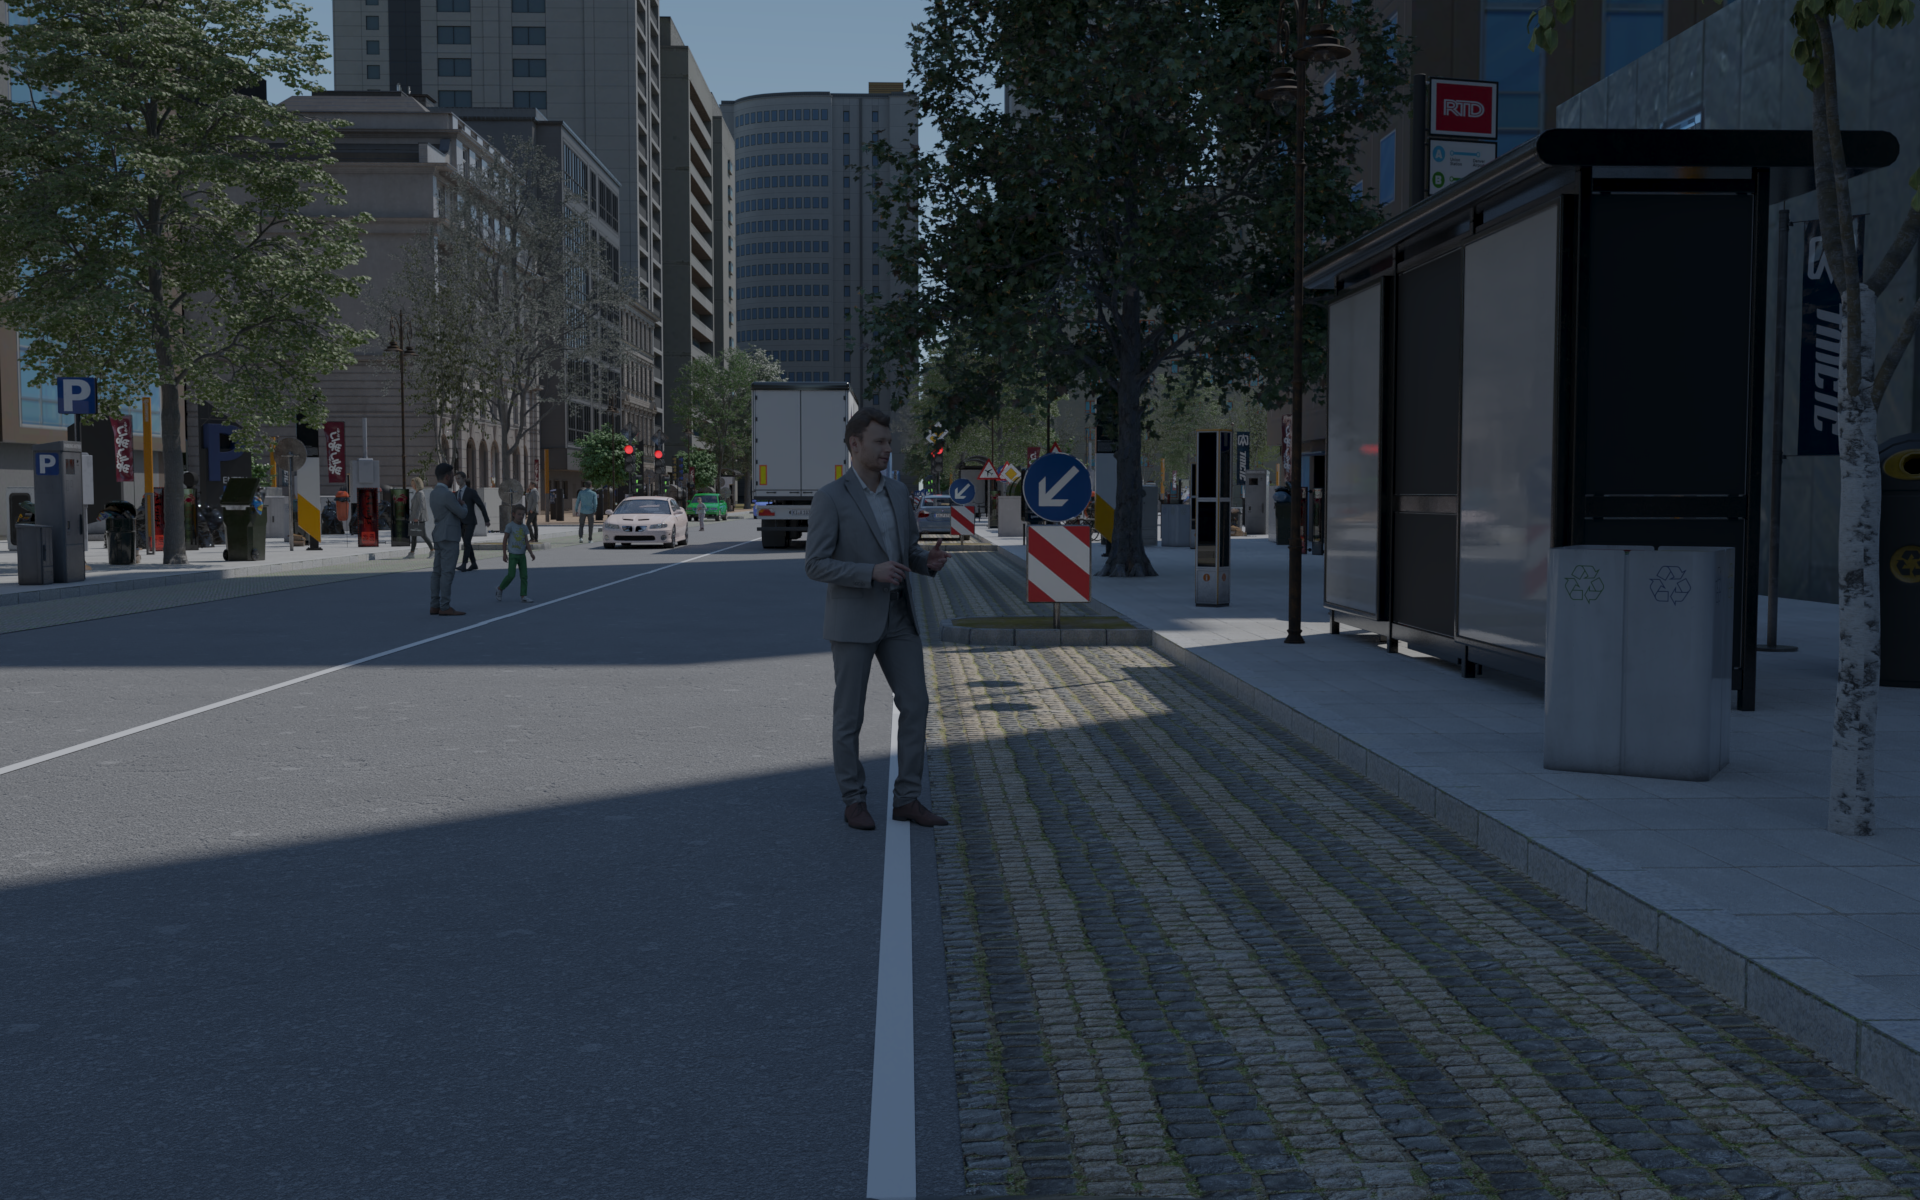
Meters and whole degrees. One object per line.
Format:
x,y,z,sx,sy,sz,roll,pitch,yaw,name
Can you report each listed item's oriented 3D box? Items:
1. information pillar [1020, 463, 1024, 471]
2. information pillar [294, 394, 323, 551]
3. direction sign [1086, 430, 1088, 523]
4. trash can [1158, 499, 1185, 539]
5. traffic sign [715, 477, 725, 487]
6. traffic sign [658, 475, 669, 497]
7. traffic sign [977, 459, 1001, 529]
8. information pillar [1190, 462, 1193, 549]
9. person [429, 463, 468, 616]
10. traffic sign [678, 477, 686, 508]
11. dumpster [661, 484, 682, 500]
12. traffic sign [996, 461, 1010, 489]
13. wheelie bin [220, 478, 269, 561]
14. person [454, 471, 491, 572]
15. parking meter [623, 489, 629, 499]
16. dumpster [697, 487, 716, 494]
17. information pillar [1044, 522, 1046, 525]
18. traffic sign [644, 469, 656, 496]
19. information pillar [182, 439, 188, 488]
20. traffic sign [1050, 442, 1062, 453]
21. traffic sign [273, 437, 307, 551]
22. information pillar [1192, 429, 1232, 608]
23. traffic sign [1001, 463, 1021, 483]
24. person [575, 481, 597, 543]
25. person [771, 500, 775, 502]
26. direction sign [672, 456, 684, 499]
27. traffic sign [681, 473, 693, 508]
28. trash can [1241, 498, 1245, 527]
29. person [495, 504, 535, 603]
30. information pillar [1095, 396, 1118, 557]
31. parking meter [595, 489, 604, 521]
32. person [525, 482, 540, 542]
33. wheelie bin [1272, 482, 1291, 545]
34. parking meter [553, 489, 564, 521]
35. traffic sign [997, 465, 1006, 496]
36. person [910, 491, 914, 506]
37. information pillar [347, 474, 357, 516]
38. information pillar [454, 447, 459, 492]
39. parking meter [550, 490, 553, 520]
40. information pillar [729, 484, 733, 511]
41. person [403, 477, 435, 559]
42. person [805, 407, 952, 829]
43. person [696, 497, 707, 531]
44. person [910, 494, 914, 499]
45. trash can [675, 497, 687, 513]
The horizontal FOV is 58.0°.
4.399,-7.954,121.401,0.504,3.616,0.183,-3,5,-40,information pillar
-14.760,-2.930,39.255,0.504,3.616,0.183,-2,4,-28,information pillar
4.521,-4.257,61.604,0.379,3.537,0.876,0,4,7,direction sign
5.799,-2.191,47.484,0.748,1.137,0.748,0,3,0,trash can
-18.096,-7.987,130.698,0.768,2.556,0.104,0,4,-1,traffic sign
-15.663,-5.469,91.555,0.606,2.300,0.079,0,4,7,traffic sign
1.054,-3.868,63.250,0.884,2.594,0.081,0,4,0,traffic sign
5.533,-2.187,40.249,0.304,2.012,0.304,1,4,23,information pillar
-6.042,-0.725,20.542,0.511,1.800,0.466,3,4,37,person
-17.142,-6.394,106.674,0.606,2.300,0.079,0,4,0,traffic sign
-17.468,-6.029,104.337,1.264,1.857,1.865,0,4,-2,dumpster
1.851,-4.156,67.948,0.884,2.594,0.081,0,4,7,traffic sign
-13.762,-1.553,33.298,0.980,1.594,0.693,1,4,10,wheelie bin
-9.163,-1.452,32.019,0.659,1.850,0.755,2,4,27,person
-21.292,-6.310,111.571,0.372,1.533,0.369,0,3,0,parking meter
-18.582,-7.403,126.799,1.264,1.857,1.865,0,4,-2,dumpster
2.772,-2.971,53.068,0.304,2.012,0.304,1,4,18,information pillar
-16.037,-5.455,89.302,0.768,2.556,0.104,0,4,4,traffic sign
-28.330,-4.389,63.116,0.504,3.616,0.183,2,4,23,information pillar
2.365,-2.630,43.003,0.884,2.594,0.081,0,4,4,traffic sign
-15.072,-2.378,38.981,0.768,2.556,0.104,0,4,3,traffic sign
2.881,-0.930,19.701,0.304,2.012,0.304,3,4,37,information pillar
1.912,-3.893,64.843,0.795,2.450,0.064,0,4,2,traffic sign
-10.904,-2.566,50.473,0.660,1.820,0.620,0,4,-4,person
-9.027,-4.674,85.263,0.374,1.781,0.599,-3,5,-43,person
-16.751,-6.777,102.798,0.379,3.537,0.876,3,4,37,direction sign
-16.709,-6.470,105.887,0.768,2.556,0.104,0,4,4,traffic sign
11.403,-3.453,68.102,0.748,1.137,0.748,0,3,0,trash can
-5.899,-0.624,22.944,0.590,1.304,0.306,2,4,27,person
3.002,-2.690,35.330,0.504,3.616,0.183,-1,4,-14,information pillar
-18.956,-5.061,91.159,0.372,1.533,0.369,0,3,0,parking meter
-12.641,-2.598,51.158,0.473,1.802,0.592,0,4,3,person
8.255,-2.189,43.704,0.693,1.594,0.980,1,4,17,wheelie bin
-18.945,-4.502,82.019,0.372,1.533,0.369,0,3,0,parking meter
1.977,-4.641,75.989,0.768,2.556,0.104,0,4,5,traffic sign
-5.034,-10.525,181.142,0.434,1.755,0.990,1,4,13,person
-21.999,-3.563,62.750,0.304,2.012,0.304,-3,4,-37,information pillar
-23.487,-5.471,80.809,0.183,3.616,0.504,0,4,0,information pillar
-20.166,-4.747,86.016,0.372,1.533,0.369,0,3,0,parking meter
-16.901,-7.566,128.193,0.304,2.012,0.304,1,4,11,information pillar
-11.894,-1.801,38.134,0.728,1.800,0.709,-2,4,-25,person
-0.324,0.080,7.397,0.583,1.804,0.606,3,5,43,person
-10.013,-3.317,67.012,0.425,1.301,0.394,0,4,6,person
-5.127,-10.244,179.182,0.628,1.438,0.799,3,4,37,person
-15.661,-5.231,97.187,0.748,1.137,0.748,0,3,0,trash can
